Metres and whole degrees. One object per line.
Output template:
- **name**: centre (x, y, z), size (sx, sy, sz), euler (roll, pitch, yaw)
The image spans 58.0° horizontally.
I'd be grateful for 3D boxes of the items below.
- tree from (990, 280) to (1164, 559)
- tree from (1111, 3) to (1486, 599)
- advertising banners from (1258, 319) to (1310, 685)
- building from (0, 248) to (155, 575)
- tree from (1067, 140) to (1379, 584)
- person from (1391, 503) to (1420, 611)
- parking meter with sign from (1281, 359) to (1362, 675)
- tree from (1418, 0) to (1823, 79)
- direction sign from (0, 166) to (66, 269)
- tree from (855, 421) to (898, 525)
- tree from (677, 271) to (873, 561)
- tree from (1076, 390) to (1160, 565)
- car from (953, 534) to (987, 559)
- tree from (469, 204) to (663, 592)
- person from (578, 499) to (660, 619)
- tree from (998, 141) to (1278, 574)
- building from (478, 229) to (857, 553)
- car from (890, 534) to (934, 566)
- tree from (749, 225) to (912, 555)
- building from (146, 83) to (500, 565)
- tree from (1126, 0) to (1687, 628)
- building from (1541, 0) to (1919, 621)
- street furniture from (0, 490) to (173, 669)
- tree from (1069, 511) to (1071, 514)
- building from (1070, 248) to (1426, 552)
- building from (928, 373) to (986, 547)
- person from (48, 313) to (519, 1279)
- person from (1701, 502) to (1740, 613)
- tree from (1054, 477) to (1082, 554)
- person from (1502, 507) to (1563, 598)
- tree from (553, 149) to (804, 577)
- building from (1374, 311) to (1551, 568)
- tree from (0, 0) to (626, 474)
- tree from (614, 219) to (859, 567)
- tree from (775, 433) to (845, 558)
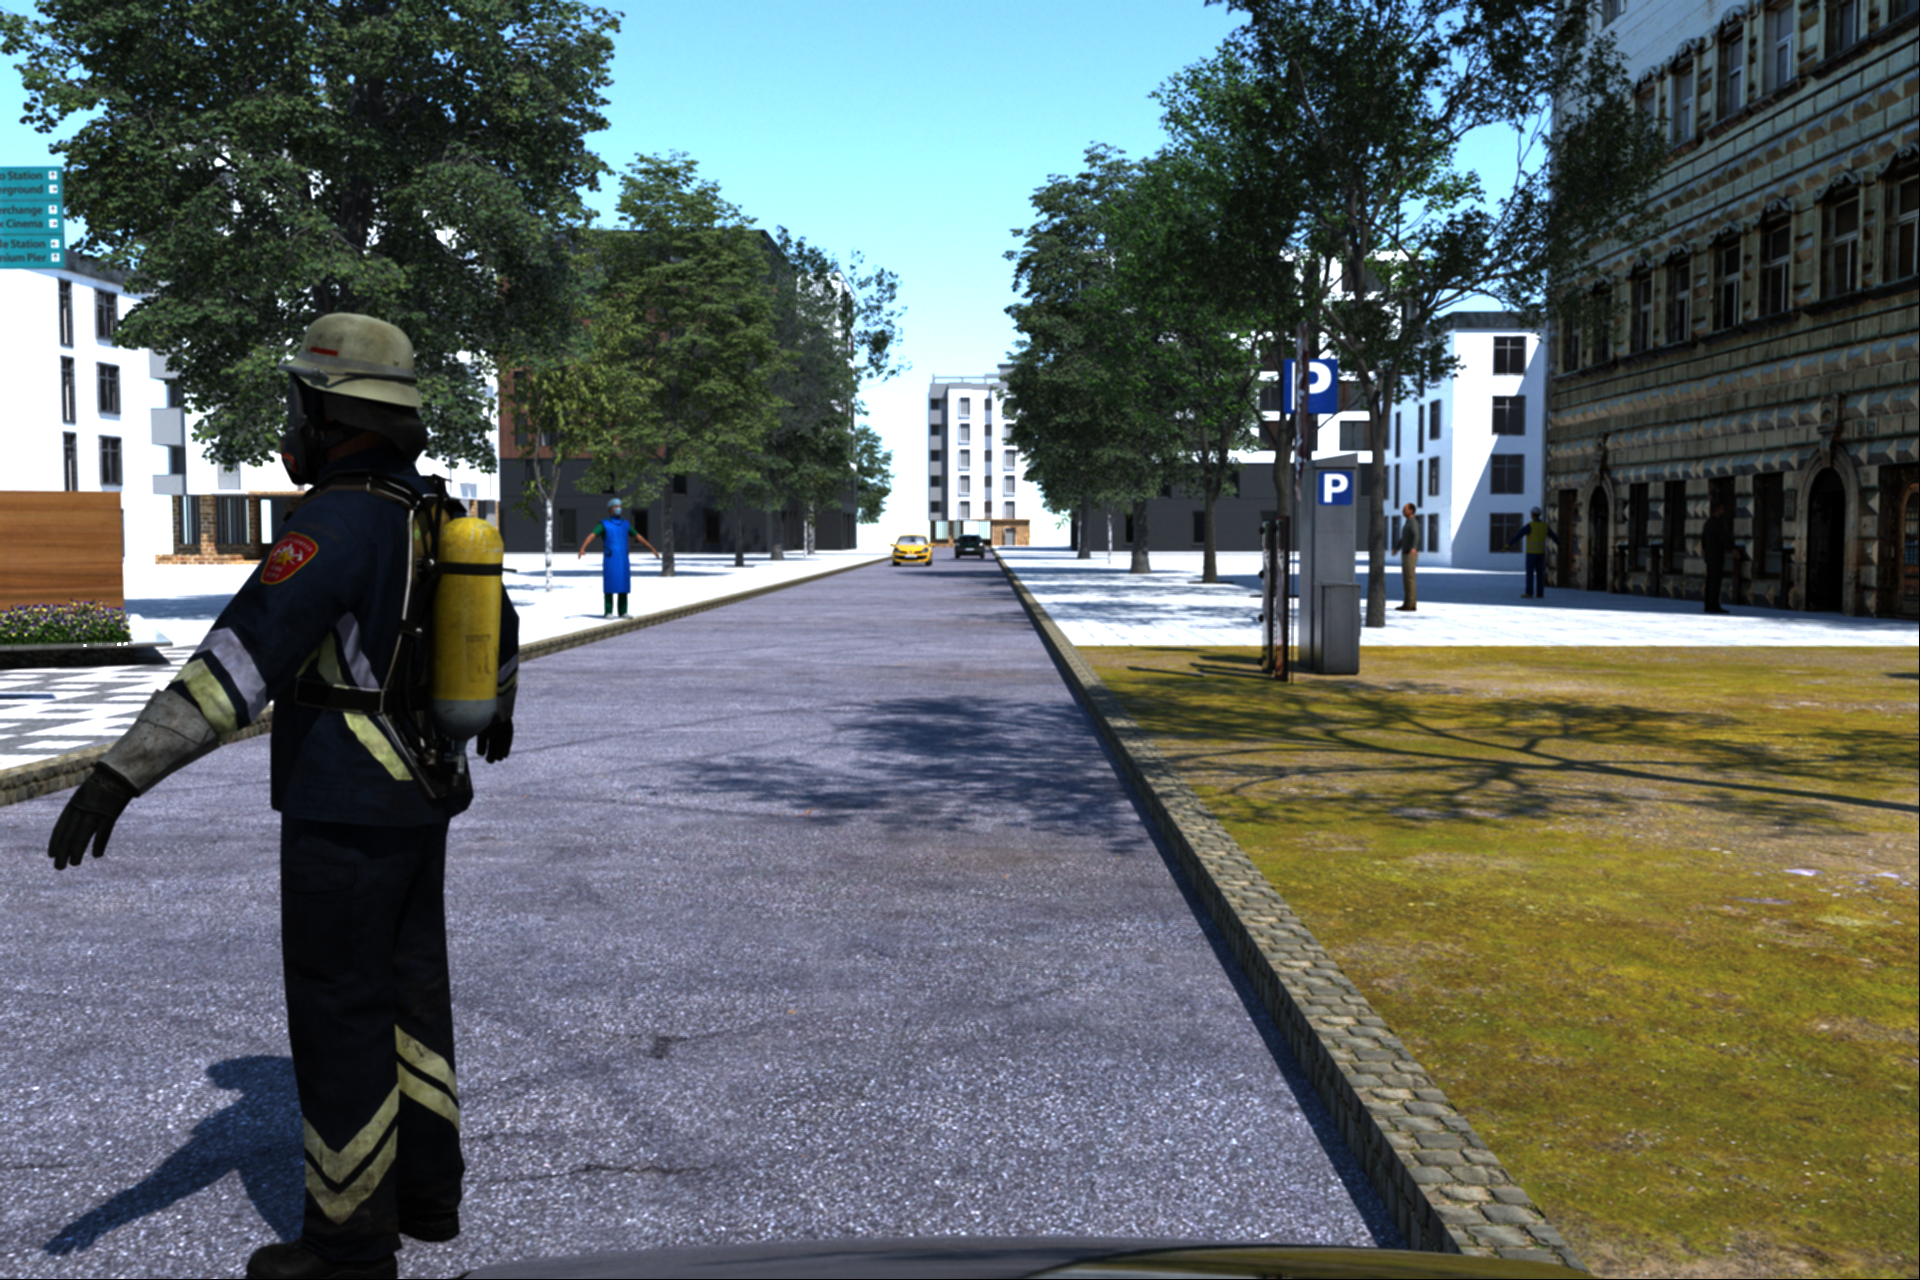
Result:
- **tree**: centre (6.354, -11.091, 87.994), size (9.857, 13.997, 8.962), euler (0, 3, 0)
- **tree**: centre (6.522, -6.652, 34.521), size (9.928, 11.665, 9.643), euler (0, 3, 0)
- **advertising banners**: centre (2.831, -1.162, 15.185), size (0.090, 3.025, 2.074), euler (0, 4, 1)
- **building**: centre (-27.258, -6.122, 42.243), size (9.099, 9.664, 28.070), euler (0, 4, 2)
- **tree**: centre (6.613, -7.274, 44.685), size (9.928, 11.665, 9.643), euler (0, 3, 0)
- **person**: centre (7.484, -1.388, 28.959), size (0.705, 1.796, 1.348), euler (0, 4, 1)
- **parking meter with sign**: centre (3.477, -1.237, 16.487), size (0.543, 3.016, 1.738), euler (0, 3, 0)
- **tree**: centre (4.559, -4.457, 7.278), size (7.601, 10.594, 8.767), euler (1, 4, 12)
- **direction sign**: centre (-7.050, -1.415, 11.895), size (2.525, 3.948, 1.411), euler (0, 4, 2)
- **tree**: centre (-11.946, -17.491, 192.636), size (9.857, 13.997, 8.962), euler (0, 3, 0)
- **tree**: centre (-8.886, -10.778, 82.883), size (9.857, 13.997, 8.962), euler (0, 3, 0)
- **tree**: centre (6.321, -7.489, 72.800), size (4.360, 8.622, 3.978), euler (0, 3, 0)
- **car**: centre (0.585, -5.609, 101.501), size (2.009, 1.686, 4.222), euler (0, 4, 1)
- **tree**: centre (-8.945, -5.372, 38.195), size (4.737, 8.622, 4.395), euler (0, 3, 0)
- **person**: centre (-5.176, -1.223, 26.129), size (1.347, 1.817, 0.704), euler (-3, 5, -39)
- **tree**: centre (5.730, -9.097, 55.390), size (9.857, 13.997, 8.962), euler (0, 3, 0)
- **building**: centre (-23.198, -17.676, 132.982), size (27.936, 21.610, 32.646), euler (0, 4, 1)
- **car**: centre (-2.149, -4.184, 78.629), size (2.015, 1.641, 3.980), euler (0, 4, 1)
- **tree**: centre (-8.931, -15.257, 105.335), size (12.611, 20.169, 13.585), euler (0, 3, 0)
- **building**: centre (-28.392, -13.315, 74.113), size (16.016, 20.090, 11.380), euler (0, 4, 1)
- **tree**: centre (6.002, -5.463, 23.740), size (7.601, 10.594, 8.767), euler (-3, 5, -40)
- **building**: centre (23.219, -12.313, 32.239), size (19.493, 23.208, 18.063), euler (0, 4, 1)
- **street furniture**: centre (-12.934, -0.647, 17.440), size (9.812, 1.723, 11.010), euler (-2, 4, -28)
- **tree**: centre (14.292, -14.802, 192.371), size (4.360, 8.622, 3.978), euler (0, 3, 0)
- **building**: centre (22.806, -18.132, 140.435), size (27.936, 21.610, 32.646), euler (0, 4, 1)
- **building**: centre (-3.298, -20.623, 196.062), size (11.380, 20.090, 16.016), euler (0, 4, -1)
- **person**: centre (-1.189, 0.296, 3.404), size (0.705, 1.856, 1.354), euler (1, 4, 15)
- **person**: centre (12.308, -1.342, 28.170), size (0.704, 1.802, 1.346), euler (0, 4, 2)
- **tree**: centre (7.109, -9.469, 105.184), size (4.737, 8.622, 4.395), euler (0, 3, 0)
- **person**: centre (11.541, -1.763, 34.800), size (1.349, 1.833, 0.705), euler (-1, 4, -13)
- **tree**: centre (-8.397, -8.175, 51.794), size (7.486, 12.596, 7.792), euler (0, 3, 0)
- **building**: centre (23.077, -7.541, 65.441), size (9.099, 9.664, 28.070), euler (0, 4, 1)
- **tree**: centre (-9.628, -7.342, 26.691), size (9.857, 13.997, 8.962), euler (0, 3, 0)
- **tree**: centre (-8.670, -9.582, 67.043), size (12.009, 13.543, 11.850), euler (0, 3, 0)
- **tree**: centre (-7.988, -8.661, 91.974), size (4.737, 8.622, 4.395), euler (0, 3, 0)
